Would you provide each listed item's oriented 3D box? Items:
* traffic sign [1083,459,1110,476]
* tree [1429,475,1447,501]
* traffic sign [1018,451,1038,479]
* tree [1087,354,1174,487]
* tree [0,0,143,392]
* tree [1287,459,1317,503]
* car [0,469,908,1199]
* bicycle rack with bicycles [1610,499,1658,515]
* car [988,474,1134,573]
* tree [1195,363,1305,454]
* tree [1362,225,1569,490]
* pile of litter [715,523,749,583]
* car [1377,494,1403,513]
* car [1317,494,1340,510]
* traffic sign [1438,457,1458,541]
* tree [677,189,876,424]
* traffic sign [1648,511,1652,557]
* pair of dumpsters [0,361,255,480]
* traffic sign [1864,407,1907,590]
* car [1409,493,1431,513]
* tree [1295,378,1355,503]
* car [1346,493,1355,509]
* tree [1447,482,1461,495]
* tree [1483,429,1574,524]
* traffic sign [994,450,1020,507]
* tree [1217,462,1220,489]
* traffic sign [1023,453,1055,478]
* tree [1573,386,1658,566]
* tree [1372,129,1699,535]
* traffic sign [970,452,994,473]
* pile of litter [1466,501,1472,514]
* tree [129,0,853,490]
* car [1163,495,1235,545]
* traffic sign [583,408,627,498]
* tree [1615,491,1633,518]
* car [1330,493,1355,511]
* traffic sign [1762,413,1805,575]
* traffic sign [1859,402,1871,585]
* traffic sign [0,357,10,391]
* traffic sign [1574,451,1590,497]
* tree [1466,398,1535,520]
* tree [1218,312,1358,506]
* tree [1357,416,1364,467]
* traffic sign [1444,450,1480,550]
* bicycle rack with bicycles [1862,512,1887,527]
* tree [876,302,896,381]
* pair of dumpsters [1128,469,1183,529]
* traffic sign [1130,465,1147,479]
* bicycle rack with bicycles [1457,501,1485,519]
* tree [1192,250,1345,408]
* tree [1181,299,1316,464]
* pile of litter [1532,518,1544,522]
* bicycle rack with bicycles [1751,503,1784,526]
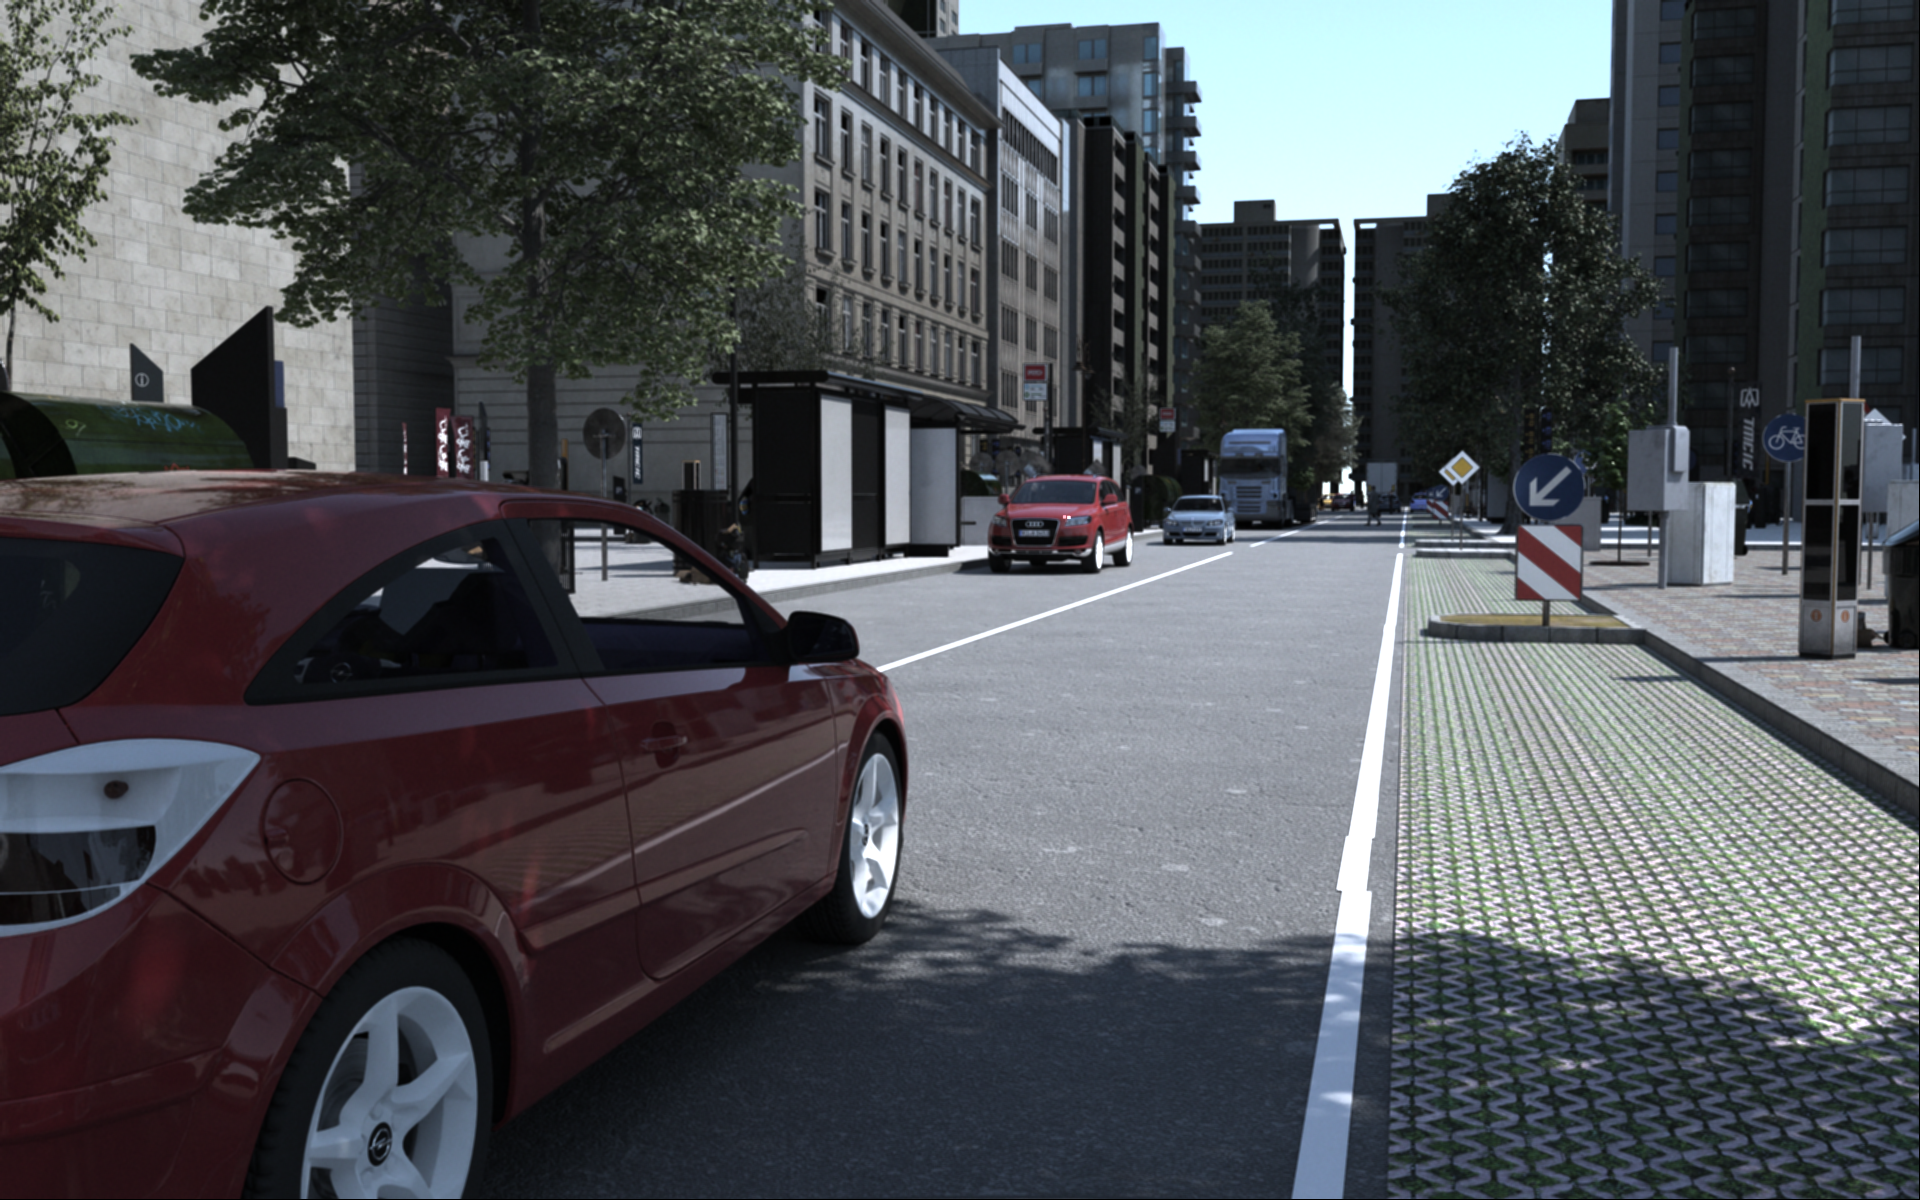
[{"bbox_3d":[3.913,-2.818,49.709,0.795,2.450,0.064,1,4,14],"label":"traffic sign"},{"bbox_3d":[50.237,-11.955,179.181,4.285,4.588,4.351,0,3,0],"label":"tree"},{"bbox_3d":[2.034,-3.104,50.850,0.768,2.556,0.104,1,4,19],"label":"traffic sign"},{"bbox_3d":[8.929,-8.566,90.424,4.360,8.622,3.978,0,3,0],"label":"tree"},{"bbox_3d":[-12.693,-4.400,22.309,4.737,8.622,4.395,0,3,0],"label":"tree"},{"bbox_3d":[31.252,-10.742,159.352,4.285,4.588,4.351,0,3,0],"label":"tree"},{"bbox_3d":[-1.437,0.278,4.496,2.155,1.783,4.494,1,4,14],"label":"car"},{"bbox_3d":[44.222,-6.185,114.508,2.852,0.926,2.925,0,4,0],"label":"bicycle rack with bicycles"},{"bbox_3d":[2.000,-1.495,33.113,2.281,1.827,5.304,1,4,15],"label":"car"},{"bbox_3d":[18.618,-10.779,110.643,7.601,10.594,8.767,-1,4,-20],"label":"tree"},{"bbox_3d":[30.810,-15.247,105.185,12.611,20.169,13.585,0,3,0],"label":"tree"},{"bbox_3d":[-3.592,-0.684,25.146,1.176,0.858,1.719,1,4,12],"label":"pile of litter"},{"bbox_3d":[33.029,-7.415,133.240,2.014,1.417,4.499,1,4,15],"label":"car"},{"bbox_3d":[32.505,-8.702,152.503,2.015,1.641,3.980,1,4,16],"label":"car"},{"bbox_3d":[13.439,-2.666,47.232,0.795,2.450,0.064,1,4,14],"label":"traffic sign"},{"bbox_3d":[-4.755,-5.585,41.676,4.360,8.622,3.978,0,3,0],"label":"tree"},{"bbox_3d":[14.085,-2.160,35.313,0.884,2.594,0.081,1,4,22],"label":"traffic sign"},{"bbox_3d":[-6.689,-0.551,11.510,1.574,2.255,4.437,1,4,14],"label":"pair of dumpsters"},{"bbox_3d":[12.186,-1.344,23.152,0.795,2.450,0.064,1,4,17],"label":"traffic sign"},{"bbox_3d":[35.004,-7.445,131.319,1.945,1.707,3.694,1,4,15],"label":"car"},{"bbox_3d":[35.495,-16.361,177.876,12.009,13.543,11.850,0,3,0],"label":"tree"},{"bbox_3d":[36.621,-9.484,164.651,1.945,1.707,3.694,1,4,16],"label":"car"},{"bbox_3d":[41.647,-9.141,144.058,1.663,3.219,1.824,0,3,0],"label":"tree"},{"bbox_3d":[20.854,-4.901,63.841,4.285,4.588,4.351,0,3,0],"label":"tree"},{"bbox_3d":[1.346,-3.059,50.125,0.768,2.556,0.104,1,4,20],"label":"traffic sign"},{"bbox_3d":[14.302,-5.978,92.344,1.663,3.219,1.824,0,3,0],"label":"tree"},{"bbox_3d":[1.912,-2.345,41.978,0.795,2.450,0.064,1,4,14],"label":"traffic sign"},{"bbox_3d":[11.876,-2.251,31.409,1.663,3.219,1.824,0,3,0],"label":"tree"},{"bbox_3d":[17.726,-8.433,54.894,9.611,12.733,9.660,0,3,0],"label":"tree"},{"bbox_3d":[0.641,-3.222,52.779,0.768,2.556,0.104,1,4,15],"label":"traffic sign"},{"bbox_3d":[35.201,-6.287,116.760,1.719,0.858,1.176,-3,5,-39],"label":"pile of litter"},{"bbox_3d":[-4.892,-6.179,19.162,7.486,12.596,7.792,0,3,0],"label":"tree"},{"bbox_3d":[6.945,-2.327,50.054,2.014,1.417,4.499,1,4,14],"label":"car"},{"bbox_3d":[-5.264,-1.558,25.586,0.768,2.556,0.104,2,4,24],"label":"traffic sign"},{"bbox_3d":[36.220,-6.711,93.432,4.285,4.588,4.351,0,3,0],"label":"tree"},{"bbox_3d":[32.321,-8.396,146.314,2.155,1.783,4.494,1,4,14],"label":"car"},{"bbox_3d":[13.117,-1.673,27.461,0.768,2.556,0.104,1,4,20],"label":"traffic sign"},{"bbox_3d":[12.649,-1.487,24.318,0.884,2.594,0.081,1,4,23],"label":"traffic sign"},{"bbox_3d":[-8.245,-0.879,14.478,0.768,2.556,0.104,1,4,20],"label":"traffic sign"},{"bbox_3d":[17.039,-2.865,46.954,0.768,2.556,0.104,1,4,22],"label":"traffic sign"},{"bbox_3d":[25.656,-8.201,84.455,4.737,8.622,4.395,0,3,0],"label":"tree"},{"bbox_3d":[22.032,-13.216,122.743,9.857,13.997,8.962,0,3,0],"label":"tree"},{"bbox_3d":[39.659,-17.347,190.272,9.857,13.997,8.962,0,3,0],"label":"tree"},{"bbox_3d":[11.438,-2.193,39.501,0.795,2.450,0.064,1,4,14],"label":"traffic sign"},{"bbox_3d":[34.776,-3.321,67.687,2.925,0.926,2.852,-2,4,-27],"label":"bicycle rack with bicycles"},{"bbox_3d":[-4.268,-6.286,53.143,4.360,8.622,3.978,0,3,0],"label":"tree"},{"bbox_3d":[7.307,-3.812,64.825,1.574,2.255,4.437,1,4,15],"label":"pair of dumpsters"},{"bbox_3d":[7.828,-4.641,75.981,0.768,2.556,0.104,1,4,16],"label":"traffic sign"},{"bbox_3d":[27.278,-4.694,90.132,2.925,0.926,2.852,0,4,-1],"label":"bicycle rack with bicycles"},{"bbox_3d":[24.081,-17.206,137.215,12.611,20.169,13.585,0,3,0],"label":"tree"},{"bbox_3d":[16.797,-11.173,100.804,7.486,12.596,7.792,0,3,0],"label":"tree"},{"bbox_3d":[29.113,-4.429,86.379,1.176,0.858,1.719,1,4,15],"label":"pile of litter"},{"bbox_3d":[32.167,-3.495,70.517,2.925,0.926,2.852,0,4,-5],"label":"bicycle rack with bicycles"}]
